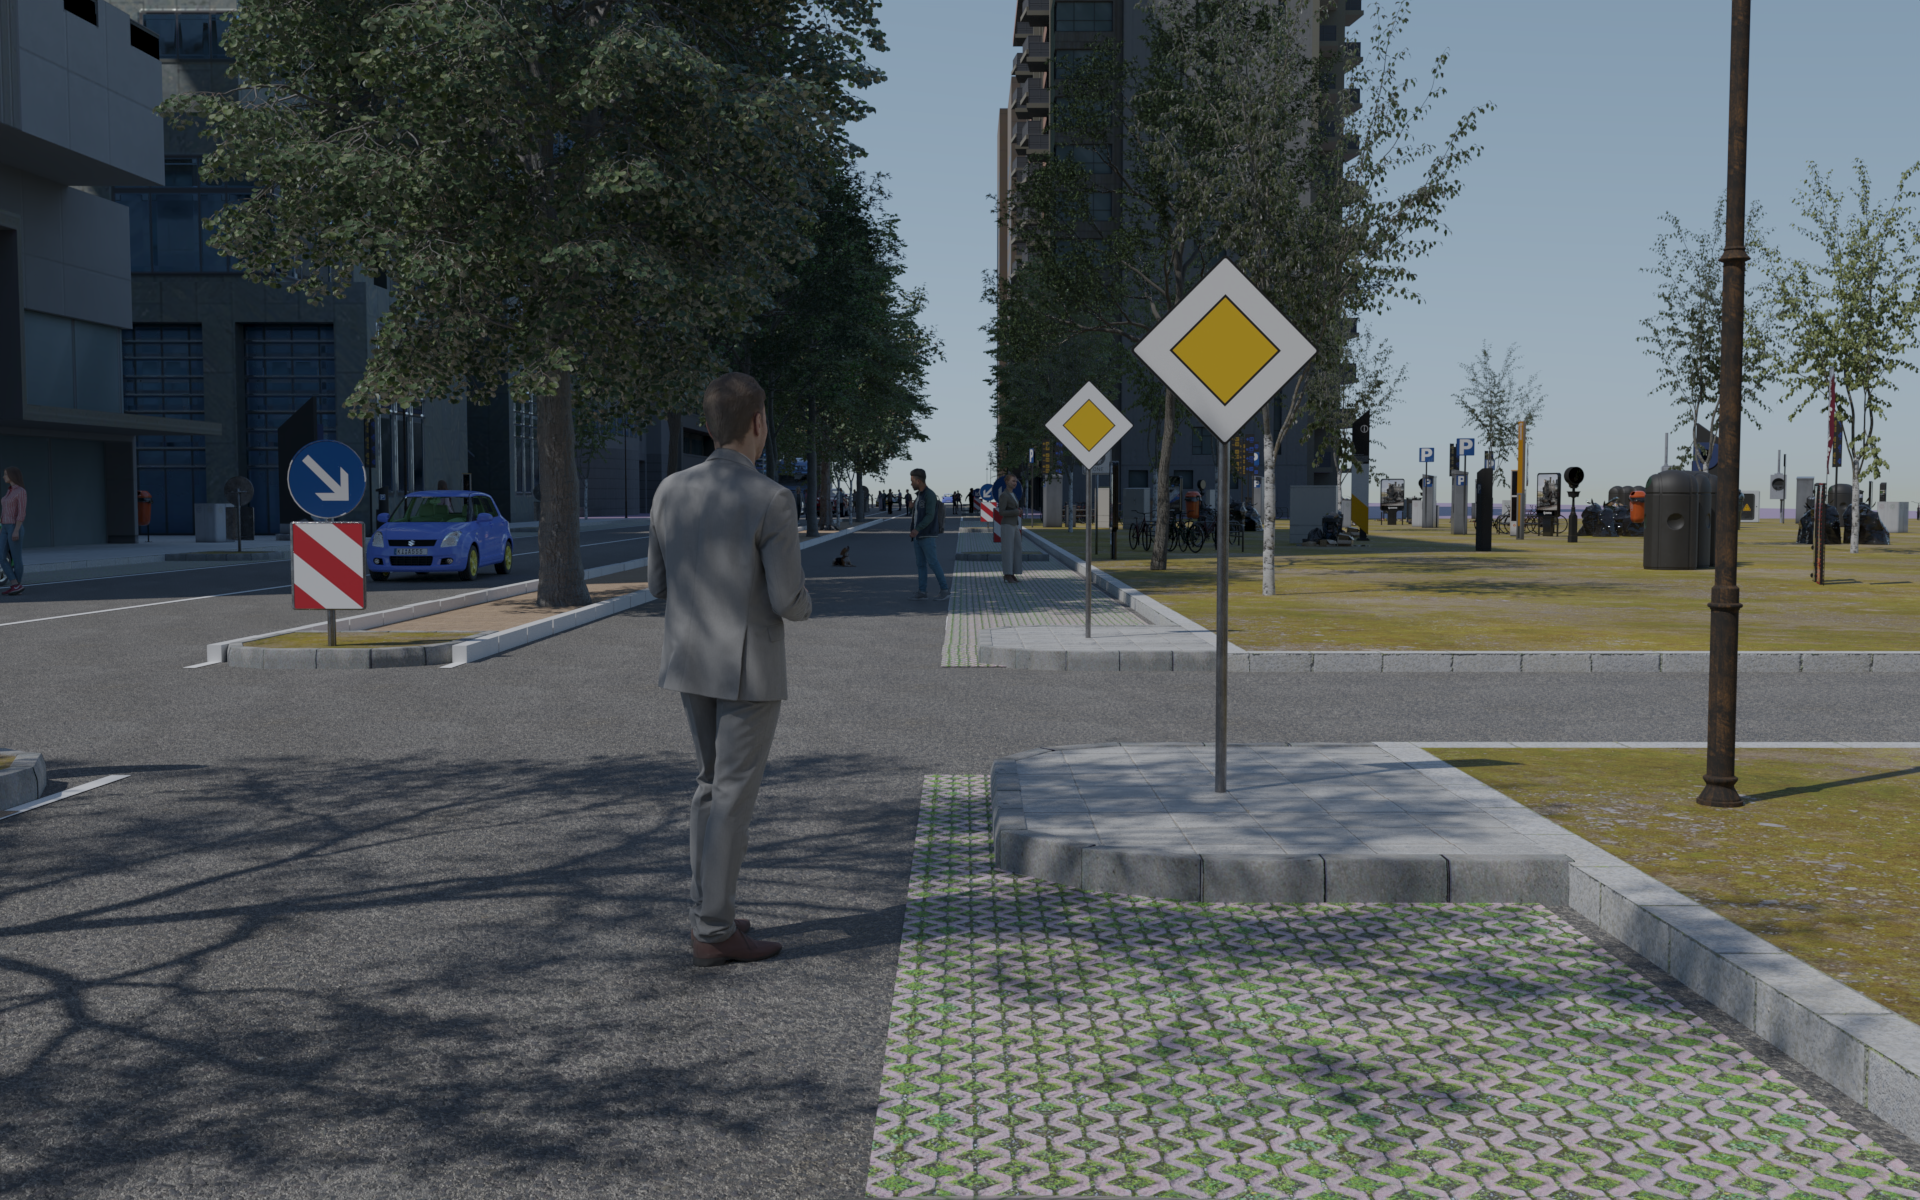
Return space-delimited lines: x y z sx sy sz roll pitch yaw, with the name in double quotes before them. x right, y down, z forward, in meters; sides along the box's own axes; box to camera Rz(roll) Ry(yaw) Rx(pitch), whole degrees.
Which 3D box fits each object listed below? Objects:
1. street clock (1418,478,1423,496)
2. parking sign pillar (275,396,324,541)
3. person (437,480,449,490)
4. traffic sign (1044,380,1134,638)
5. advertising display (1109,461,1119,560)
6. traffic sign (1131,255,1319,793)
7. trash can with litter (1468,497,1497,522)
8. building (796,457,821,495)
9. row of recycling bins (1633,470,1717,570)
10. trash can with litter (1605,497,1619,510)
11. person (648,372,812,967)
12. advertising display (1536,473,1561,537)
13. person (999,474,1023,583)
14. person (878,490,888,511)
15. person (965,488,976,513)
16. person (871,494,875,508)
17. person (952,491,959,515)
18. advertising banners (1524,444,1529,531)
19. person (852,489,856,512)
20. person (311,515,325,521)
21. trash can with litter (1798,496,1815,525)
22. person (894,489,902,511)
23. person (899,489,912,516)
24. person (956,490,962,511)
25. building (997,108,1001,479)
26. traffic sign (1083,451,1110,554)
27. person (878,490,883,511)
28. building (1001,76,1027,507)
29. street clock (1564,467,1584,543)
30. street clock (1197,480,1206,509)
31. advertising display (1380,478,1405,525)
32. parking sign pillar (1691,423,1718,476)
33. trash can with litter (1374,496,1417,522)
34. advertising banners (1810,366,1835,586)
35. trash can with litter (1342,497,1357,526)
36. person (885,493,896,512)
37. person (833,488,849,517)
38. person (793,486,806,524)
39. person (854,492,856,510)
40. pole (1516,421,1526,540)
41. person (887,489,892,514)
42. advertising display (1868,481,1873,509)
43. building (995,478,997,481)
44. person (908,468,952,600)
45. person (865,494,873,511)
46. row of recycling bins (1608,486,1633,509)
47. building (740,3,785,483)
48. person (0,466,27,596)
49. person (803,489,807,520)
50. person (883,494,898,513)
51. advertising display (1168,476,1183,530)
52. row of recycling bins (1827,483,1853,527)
"street clock" 20.460 -4.397 76.461 0.471 2.002 0.358 1 4 14
"parking sign pillar" -18.283 -3.648 48.109 1.447 3.967 1.447 1 4 23
"person" -11.621 -1.825 38.928 0.593 1.750 0.643 2 4 28
"traffic sign" 1.140 -0.718 15.380 0.795 2.450 0.064 0 4 0
"advertising display" 3.033 -1.772 34.181 0.123 1.923 0.974 0 4 1
"traffic sign" 1.120 -0.229 7.395 0.795 2.450 0.064 0 4 0
"trash can with litter" 23.692 -4.166 79.165 2.233 1.210 1.678 -1 4 -9
"building" -32.121 -23.009 221.240 27.650 21.520 28.899 0 4 0
"row of recycling bins" 12.837 -1.435 30.572 1.069 1.692 3.534 2 4 32
"trash can with litter" 23.752 -3.205 63.791 1.055 1.170 0.624 2 4 35
"person" -0.657 0.202 5.403 0.606 1.804 0.583 2 4 30
"advertising display" 17.768 -2.879 52.285 0.123 1.923 0.974 -1 4 -20
"person" 0.839 -1.144 27.754 0.362 1.759 0.519 2 4 25
"person" -6.474 -8.457 146.855 0.705 1.814 1.350 -3 5 -44
"person" 0.807 -6.704 117.747 1.348 1.869 0.705 -3 5 -41
"person" -9.217 -10.433 182.333 0.557 1.426 1.065 1 4 14
"person" -0.297 -6.795 121.072 0.593 1.643 0.415 2 4 32
"advertising banners" 19.520 -3.898 59.920 0.090 3.025 2.074 2 4 26
"person" -8.208 -7.746 135.143 1.348 1.824 0.705 -3 4 -36
"person" -11.348 -1.265 30.990 0.330 1.601 0.589 1 4 21
"trash can with litter" 35.520 -3.700 71.556 2.233 1.210 1.678 -2 4 -27
"person" -5.261 -8.504 147.415 0.599 1.838 0.709 -2 4 -25
"person" -3.543 -6.366 113.114 0.750 1.759 0.617 -2 4 -32
"person" -0.043 -8.484 147.658 0.683 1.767 0.568 -1 4 -17
"building" 11.234 -33.462 197.209 14.600 45.320 14.200 0 4 0
"traffic sign" 2.898 -2.116 36.723 0.606 2.300 0.079 0 4 5
"person" -6.864 -8.561 149.145 0.551 1.740 0.621 2 4 30
"building" 12.083 -32.578 182.768 14.600 45.320 14.200 0 4 0
"street clock" 16.197 -2.518 45.734 0.471 2.002 0.358 -1 4 -12
"street clock" 12.196 -5.071 87.480 0.358 2.002 0.471 3 5 43
"advertising display" 17.878 -4.062 71.635 0.974 1.923 0.123 0 4 7
"parking sign pillar" 28.203 -4.687 65.109 1.447 3.967 1.447 -3 4 -36
"trash can with litter" 20.729 -4.409 83.143 1.678 1.210 2.233 3 4 39
"advertising banners" 12.255 -1.737 24.595 0.090 3.025 2.074 1 4 22
"trash can with litter" 15.155 -3.610 70.084 2.233 1.210 1.678 0 4 7
"person" -5.643 -8.026 139.868 0.705 1.807 1.348 3 4 38
"person" -7.295 -5.976 106.198 1.348 1.826 0.705 2 4 33
"person" -7.611 -4.498 82.227 0.709 1.800 0.728 -1 4 -17
"person" -9.469 -9.114 158.452 0.436 1.711 0.756 0 4 -1
"pole" 15.737 -3.347 48.563 0.158 3.312 0.155 0 3 0
"person" -4.970 -6.978 122.607 0.705 1.823 1.348 -1 4 -10
"advertising display" 44.671 -4.879 84.978 0.123 1.923 0.974 2 4 31
"building" 16.533 -36.726 220.073 23.786 49.044 30.456 0 4 0
"person" -0.476 -0.891 23.424 0.721 1.781 0.623 -2 4 -31
"person" -7.666 -8.211 142.734 1.348 1.826 0.705 -3 5 -39
"row of recycling bins" 32.839 -4.725 84.359 1.069 1.692 3.534 -1 4 -15
"building" -29.462 -53.584 188.764 22.319 86.520 31.000 0 4 0
"person" -13.460 -0.982 24.562 0.555 1.821 0.388 2 4 26
"person" -8.329 -5.273 95.431 0.721 1.743 1.217 0 4 2
"person" -5.197 -7.357 129.499 1.217 1.735 0.721 1 4 18
"advertising display" 7.563 -3.462 61.819 0.123 1.923 0.974 -3 4 -36
"row of recycling bins" 34.853 -3.752 68.453 1.069 1.692 3.534 2 4 28
